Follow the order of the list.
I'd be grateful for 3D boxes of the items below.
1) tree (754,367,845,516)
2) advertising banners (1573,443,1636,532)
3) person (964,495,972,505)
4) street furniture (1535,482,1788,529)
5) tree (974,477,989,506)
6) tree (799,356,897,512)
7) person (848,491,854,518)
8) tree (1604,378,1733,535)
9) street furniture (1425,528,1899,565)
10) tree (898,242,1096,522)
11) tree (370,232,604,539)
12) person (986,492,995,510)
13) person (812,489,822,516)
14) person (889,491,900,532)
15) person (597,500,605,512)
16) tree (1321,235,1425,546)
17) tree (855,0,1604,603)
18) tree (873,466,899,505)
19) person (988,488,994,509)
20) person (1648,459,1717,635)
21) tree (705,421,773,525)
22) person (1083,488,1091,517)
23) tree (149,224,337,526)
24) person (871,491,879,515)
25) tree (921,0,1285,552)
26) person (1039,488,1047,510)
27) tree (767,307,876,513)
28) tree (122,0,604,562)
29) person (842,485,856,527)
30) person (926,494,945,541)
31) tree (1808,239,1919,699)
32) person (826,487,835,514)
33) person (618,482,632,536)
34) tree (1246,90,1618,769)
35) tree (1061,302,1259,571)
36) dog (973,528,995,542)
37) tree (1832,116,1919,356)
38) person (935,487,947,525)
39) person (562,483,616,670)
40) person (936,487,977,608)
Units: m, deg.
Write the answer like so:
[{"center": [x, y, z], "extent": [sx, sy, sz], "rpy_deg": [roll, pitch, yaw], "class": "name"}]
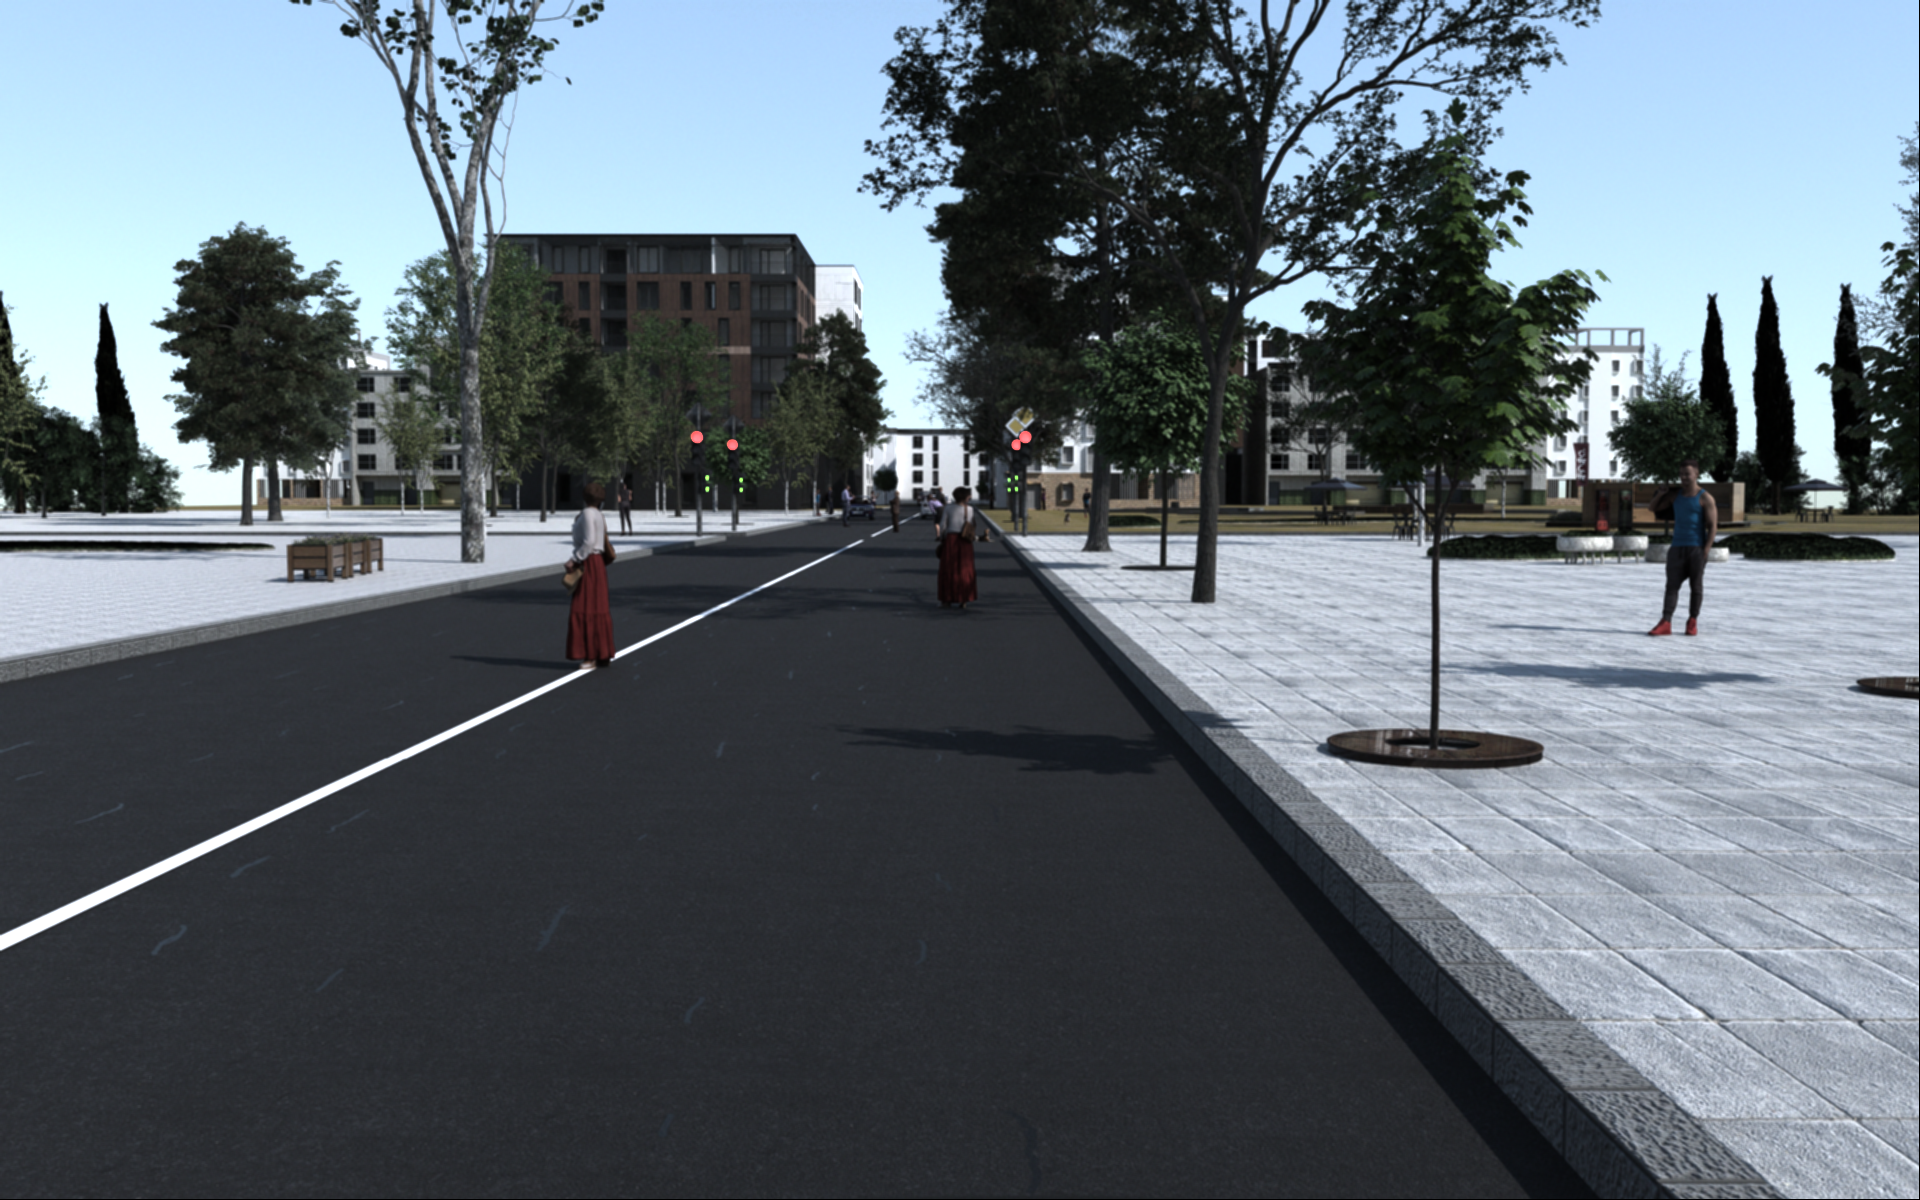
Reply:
[{"center": [-8.635, -9.168, 100.251], "extent": [4.737, 8.622, 4.395], "rpy_deg": [0, 3, 0], "class": "tree"}, {"center": [21.949, -3.844, 59.037], "extent": [2.074, 3.025, 0.090], "rpy_deg": [1, 4, 9], "class": "advertising banners"}, {"center": [0.352, -6.348, 112.821], "extent": [0.750, 1.759, 0.617], "rpy_deg": [-1, 4, -15], "class": "person"}, {"center": [27.211, -3.780, 68.660], "extent": [11.010, 1.723, 9.812], "rpy_deg": [3, 4, 36], "class": "street furniture"}, {"center": [2.670, -13.328, 212.511], "extent": [1.663, 3.219, 1.824], "rpy_deg": [0, 3, 0], "class": "tree"}, {"center": [-8.514, -12.268, 126.338], "extent": [9.928, 11.665, 9.643], "rpy_deg": [0, 3, 0], "class": "tree"}, {"center": [-6.577, -5.728, 103.623], "extent": [0.415, 1.643, 0.593], "rpy_deg": [2, 4, 24], "class": "person"}, {"center": [20.211, -4.022, 49.469], "extent": [4.285, 4.588, 4.351], "rpy_deg": [0, 3, 0], "class": "tree"}, {"center": [14.408, -1.173, 34.807], "extent": [10.072, 0.657, 5.734], "rpy_deg": [-1, 4, -18], "class": "street furniture"}, {"center": [3.331, -11.043, 90.929], "extent": [12.009, 13.543, 11.850], "rpy_deg": [0, 3, 0], "class": "tree"}, {"center": [-13.491, -6.074, 49.665], "extent": [4.737, 8.622, 4.395], "rpy_deg": [0, 3, 0], "class": "tree"}, {"center": [2.520, -8.015, 140.351], "extent": [0.557, 1.426, 1.065], "rpy_deg": [-3, 4, -37], "class": "person"}, {"center": [-8.403, -5.762, 102.128], "extent": [0.662, 1.594, 0.647], "rpy_deg": [2, 4, 23], "class": "person"}, {"center": [-2.458, -3.325, 65.127], "extent": [0.388, 1.546, 0.482], "rpy_deg": [1, 4, 9], "class": "person"}, {"center": [-9.306, -2.219, 44.540], "extent": [0.471, 1.553, 0.569], "rpy_deg": [-2, 4, -34], "class": "person"}, {"center": [11.125, -5.632, 42.452], "extent": [4.360, 8.622, 3.978], "rpy_deg": [0, 3, 0], "class": "tree"}, {"center": [2.827, -5.224, 19.831], "extent": [8.767, 10.594, 7.601], "rpy_deg": [0, 4, 5], "class": "tree"}, {"center": [-8.558, -13.205, 199.614], "extent": [4.285, 4.588, 4.351], "rpy_deg": [0, 3, 0], "class": "tree"}, {"center": [2.640, -8.584, 146.414], "extent": [0.705, 1.821, 1.348], "rpy_deg": [1, 4, 16], "class": "person"}, {"center": [6.561, -0.483, 15.814], "extent": [0.647, 1.594, 0.662], "rpy_deg": [3, 5, 40], "class": "person"}, {"center": [-9.388, -5.471, 73.172], "extent": [4.285, 4.588, 4.351], "rpy_deg": [0, 3, 0], "class": "tree"}, {"center": [7.004, -5.307, 94.690], "extent": [0.647, 1.594, 0.662], "rpy_deg": [3, 4, 37], "class": "person"}, {"center": [-29.053, -9.076, 70.443], "extent": [6.751, 12.117, 7.091], "rpy_deg": [0, 3, 0], "class": "tree"}, {"center": [-5.837, -6.647, 118.633], "extent": [0.517, 1.644, 0.566], "rpy_deg": [-2, 4, -31], "class": "person"}, {"center": [3.217, -7.993, 38.114], "extent": [7.806, 13.903, 7.818], "rpy_deg": [0, 3, 0], "class": "tree"}, {"center": [6.552, -7.964, 136.943], "extent": [0.721, 1.739, 1.217], "rpy_deg": [-2, 4, -25], "class": "person"}, {"center": [-9.043, -12.840, 117.363], "extent": [7.806, 13.903, 7.818], "rpy_deg": [0, 3, 0], "class": "tree"}, {"center": [-10.423, -10.720, 31.156], "extent": [12.611, 20.169, 13.585], "rpy_deg": [0, 3, 0], "class": "tree"}, {"center": [-4.867, -4.133, 75.949], "extent": [0.599, 1.838, 0.709], "rpy_deg": [-1, 4, -23], "class": "person"}, {"center": [-0.730, -2.504, 52.672], "extent": [0.697, 1.427, 0.421], "rpy_deg": [3, 4, 36], "class": "person"}, {"center": [6.321, -0.999, 10.939], "extent": [1.663, 3.219, 1.824], "rpy_deg": [0, 3, 0], "class": "tree"}, {"center": [-8.184, -6.239, 108.871], "extent": [0.431, 1.722, 0.655], "rpy_deg": [-2, 4, -32], "class": "person"}, {"center": [-10.227, -2.770, 52.808], "extent": [0.415, 1.643, 0.593], "rpy_deg": [1, 4, 12], "class": "person"}, {"center": [2.370, -0.841, 8.356], "extent": [1.663, 3.219, 1.824], "rpy_deg": [0, 3, 0], "class": "tree"}, {"center": [3.406, -2.803, 29.538], "extent": [4.285, 4.588, 4.351], "rpy_deg": [0, 3, 0], "class": "tree"}, {"center": [0.641, -1.953, 52.132], "extent": [0.748, 0.427, 0.550], "rpy_deg": [3, 4, 39], "class": "dog"}, {"center": [27.021, -8.008, 41.295], "extent": [12.009, 13.543, 11.850], "rpy_deg": [0, 3, 0], "class": "tree"}, {"center": [-0.869, -4.244, 78.442], "extent": [0.434, 1.755, 0.990], "rpy_deg": [-3, 4, -39], "class": "person"}, {"center": [-3.045, -0.201, 14.252], "extent": [0.387, 1.526, 0.523], "rpy_deg": [0, 4, 4], "class": "person"}, {"center": [-0.045, -0.660, 21.764], "extent": [0.523, 1.526, 0.387], "rpy_deg": [0, 4, 2], "class": "person"}]
